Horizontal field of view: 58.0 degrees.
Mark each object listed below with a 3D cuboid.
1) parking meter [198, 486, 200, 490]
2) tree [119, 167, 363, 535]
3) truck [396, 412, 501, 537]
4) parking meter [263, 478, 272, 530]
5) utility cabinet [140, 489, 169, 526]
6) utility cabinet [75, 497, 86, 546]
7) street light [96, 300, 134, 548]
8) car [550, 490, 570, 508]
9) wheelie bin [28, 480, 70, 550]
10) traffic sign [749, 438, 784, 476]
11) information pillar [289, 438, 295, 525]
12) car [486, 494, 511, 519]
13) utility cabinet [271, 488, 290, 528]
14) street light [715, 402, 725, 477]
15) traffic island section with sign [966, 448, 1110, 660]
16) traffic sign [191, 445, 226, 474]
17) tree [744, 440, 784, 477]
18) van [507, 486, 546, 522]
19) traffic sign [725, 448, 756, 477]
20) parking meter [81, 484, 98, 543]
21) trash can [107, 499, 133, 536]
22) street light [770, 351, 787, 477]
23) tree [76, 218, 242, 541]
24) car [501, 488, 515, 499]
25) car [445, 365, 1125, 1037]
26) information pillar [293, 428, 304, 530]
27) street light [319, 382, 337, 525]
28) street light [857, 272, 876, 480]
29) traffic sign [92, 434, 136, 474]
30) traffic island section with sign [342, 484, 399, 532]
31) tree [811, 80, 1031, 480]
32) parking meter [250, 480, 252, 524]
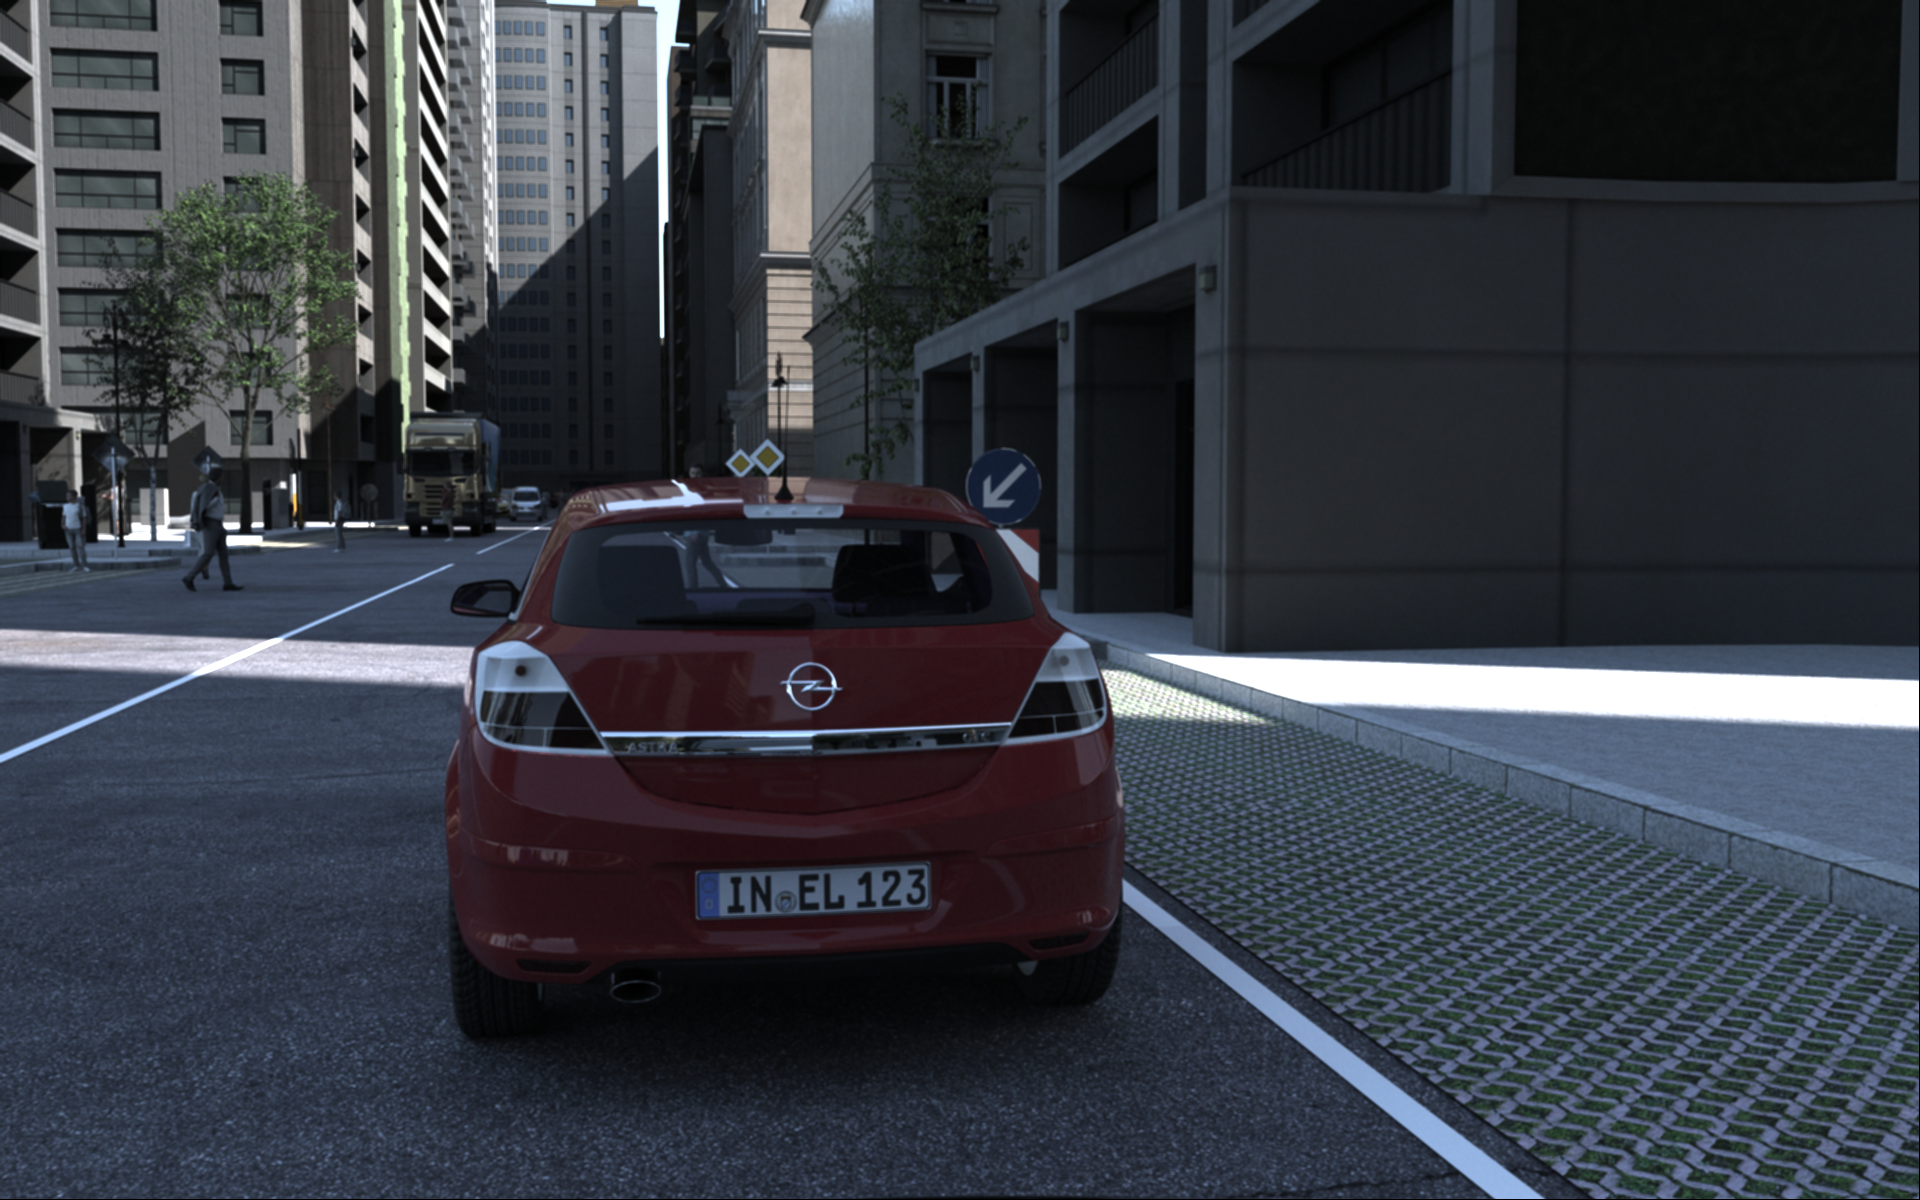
[{"bbox_3d":[-24.523,-2.924,56.223,0.372,1.533,0.369,0,3,0],"label":"parking meter"},{"bbox_3d":[-22.678,-7.903,54.977,9.928,11.665,9.643,0,3,0],"label":"tree"},{"bbox_3d":[-17.959,-4.440,61.511,2.839,4.237,11.283,-1,4,-11],"label":"truck"},{"bbox_3d":[-24.664,-3.422,61.668,0.255,1.863,0.399,-1,4,-18],"label":"parking meter"},{"bbox_3d":[-32.121,-3.697,69.126,1.173,1.500,0.318,1,4,16],"label":"utility cabinet"},{"bbox_3d":[-22.065,-1.929,42.695,1.020,1.237,0.306,1,4,20],"label":"utility cabinet"},{"bbox_3d":[-20.163,-4.201,41.473,0.468,5.910,1.993,-1,4,-11],"label":"street light"},{"bbox_3d":[-40.338,-10.200,175.446,2.281,1.827,5.304,-1,4,-11],"label":"car"},{"bbox_3d":[-21.158,-1.983,40.327,0.980,1.594,0.693,-3,5,-40],"label":"wheelie bin"},{"bbox_3d":[-3.982,-2.074,36.098,0.795,2.593,0.064,-1,4,-11],"label":"traffic sign"},{"bbox_3d":[-27.636,-4.916,71.735,0.183,3.616,0.504,-3,4,-37],"label":"information pillar"},{"bbox_3d":[-26.587,-5.483,99.862,2.015,1.641,3.980,-1,4,-12],"label":"car"},{"bbox_3d":[-25.153,-3.390,64.103,0.318,1.500,1.173,0,4,-5],"label":"utility cabinet"},{"bbox_3d":[-12.040,-6.983,86.955,0.468,5.910,1.993,-1,4,-11],"label":"street light"},{"bbox_3d":[0.127,-0.429,15.639,1.989,1.847,2.006,-1,4,-11],"label":"traffic island section with sign"},{"bbox_3d":[-17.994,-2.403,41.485,0.795,2.593,0.064,-1,4,-11],"label":"traffic sign"},{"bbox_3d":[-6.650,-4.085,61.388,1.663,3.219,1.824,0,3,0],"label":"tree"},{"bbox_3d":[-22.955,-5.181,91.719,2.013,2.044,4.112,-1,4,-13],"label":"van"},{"bbox_3d":[-5.539,-2.553,43.930,0.795,2.593,0.064,-1,4,-11],"label":"traffic sign"},{"bbox_3d":[-22.859,-2.266,45.465,0.372,1.533,0.369,0,3,0],"label":"parking meter"},{"bbox_3d":[-25.866,-2.551,53.364,0.748,1.137,0.748,0,3,0],"label":"trash can"},{"bbox_3d":[-5.867,-5.106,56.269,0.468,5.910,1.993,-1,4,-11],"label":"street light"},{"bbox_3d":[-21.873,-5.909,46.983,4.360,8.622,3.978,0,3,0],"label":"tree"},{"bbox_3d":[-28.958,-6.196,109.977,2.281,1.827,5.304,-1,4,-11],"label":"car"},{"bbox_3d":[-0.747,0.175,6.179,2.155,1.783,4.494,-1,4,-11],"label":"car"},{"bbox_3d":[-23.573,-4.310,61.820,0.183,3.616,0.504,-1,4,-23],"label":"information pillar"},{"bbox_3d":[-26.177,-6.059,71.852,0.468,5.910,1.993,-1,4,-11],"label":"street light"},{"bbox_3d":[-1.945,-3.872,36.101,0.468,5.910,1.993,-1,4,-11],"label":"street light"},{"bbox_3d":[-16.437,-1.924,33.652,0.795,2.593,0.064,-1,4,-11],"label":"traffic sign"},{"bbox_3d":[-22.600,-3.526,66.283,1.989,1.847,2.006,-1,4,-11],"label":"traffic island section with sign"},{"bbox_3d":[-0.535,-4.952,31.332,4.737,8.622,4.395,0,3,0],"label":"tree"},{"bbox_3d":[-30.123,-4.124,73.146,0.399,1.863,0.255,-2,4,-26],"label":"parking meter"}]
